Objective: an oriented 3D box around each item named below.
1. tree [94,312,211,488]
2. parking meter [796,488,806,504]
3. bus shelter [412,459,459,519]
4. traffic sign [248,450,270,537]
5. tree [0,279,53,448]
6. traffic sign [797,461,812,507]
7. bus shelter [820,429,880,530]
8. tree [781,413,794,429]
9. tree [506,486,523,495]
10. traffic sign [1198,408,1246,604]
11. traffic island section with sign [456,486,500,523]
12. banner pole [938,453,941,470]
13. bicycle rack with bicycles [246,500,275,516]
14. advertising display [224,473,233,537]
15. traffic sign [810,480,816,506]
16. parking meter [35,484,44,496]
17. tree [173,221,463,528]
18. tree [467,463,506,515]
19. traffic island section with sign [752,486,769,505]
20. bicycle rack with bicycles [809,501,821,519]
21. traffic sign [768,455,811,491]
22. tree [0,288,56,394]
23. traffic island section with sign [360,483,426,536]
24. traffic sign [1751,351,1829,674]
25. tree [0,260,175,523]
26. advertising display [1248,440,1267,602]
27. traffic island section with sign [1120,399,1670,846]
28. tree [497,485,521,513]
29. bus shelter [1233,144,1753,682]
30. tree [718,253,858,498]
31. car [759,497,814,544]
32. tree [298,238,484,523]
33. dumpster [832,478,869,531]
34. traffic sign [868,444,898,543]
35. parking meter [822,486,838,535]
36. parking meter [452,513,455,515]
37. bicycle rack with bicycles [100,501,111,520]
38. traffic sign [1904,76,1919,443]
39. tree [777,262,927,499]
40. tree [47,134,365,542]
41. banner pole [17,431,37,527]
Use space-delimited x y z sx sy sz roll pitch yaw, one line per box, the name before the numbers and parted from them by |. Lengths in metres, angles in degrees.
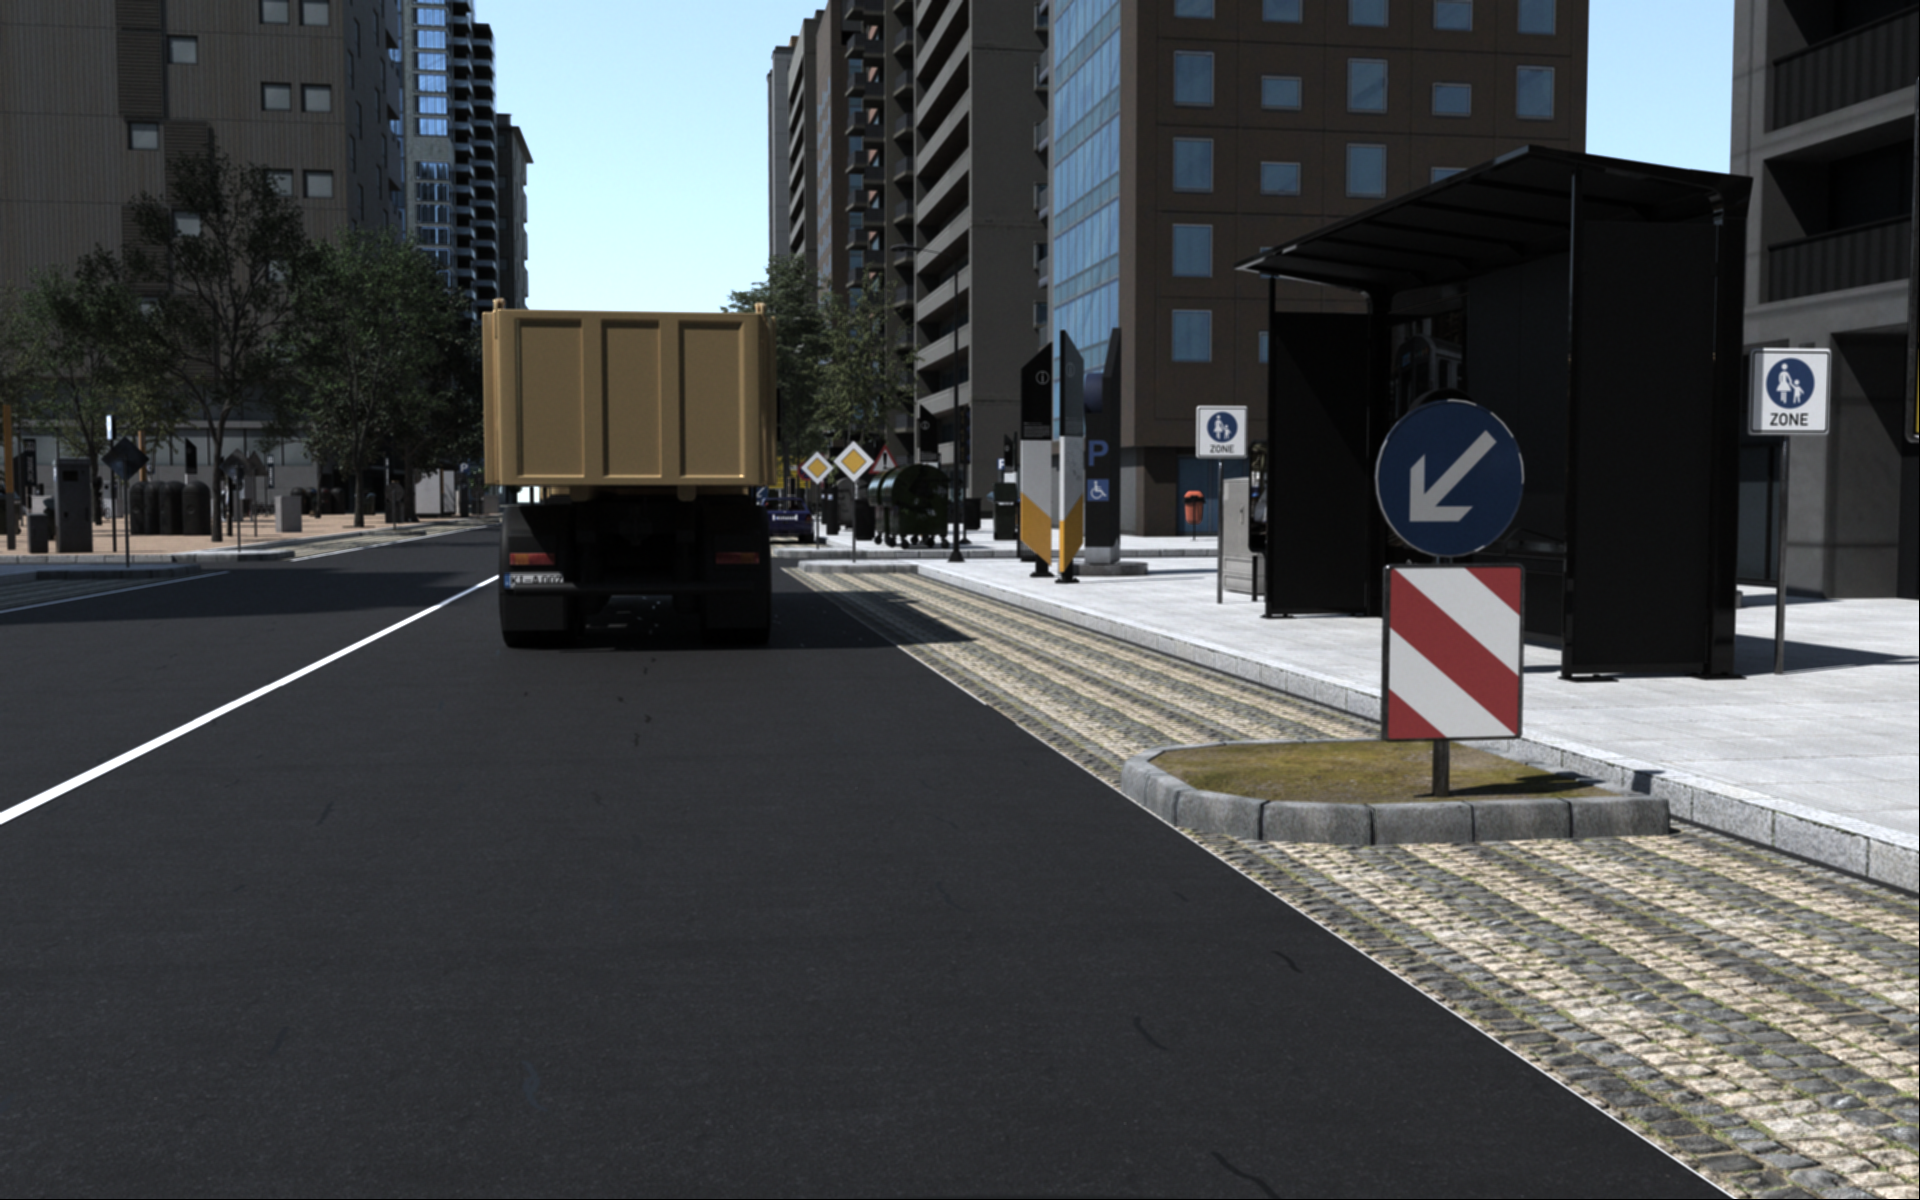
tree | -30.972 -7.087 66.240 4.737 8.622 4.395 0 3 0
parking meter | -6.366 -3.727 69.340 0.372 1.533 0.369 0 3 0
bus shelter | -28.373 -6.065 93.091 2.014 3.302 5.546 -1 4 -10
traffic sign | -21.025 -3.158 51.640 0.884 2.594 0.081 0 4 -2
tree | -32.415 -6.562 57.644 4.737 8.622 4.395 0 3 0
traffic sign | -5.893 -4.078 66.777 0.768 2.556 0.104 -1 4 -9
bus shelter | -4.162 -4.549 65.656 1.731 3.624 6.357 -1 4 -10
tree | -16.671 -13.563 132.122 12.009 13.543 11.850 0 3 0
tree | -34.364 -8.524 133.974 1.663 3.219 1.824 0 3 0
traffic sign | 3.041 -1.106 20.210 0.606 2.300 0.079 0 4 -7
traffic island section with sign | -24.063 -4.764 86.526 1.989 1.847 2.006 -1 4 -10
banner pole | -1.410 -6.300 93.022 0.863 3.779 0.401 -1 4 -15
bicycle rack with bicycles | -41.627 -5.480 102.986 2.852 0.926 2.925 3 5 41
advertising display | -22.214 -2.900 52.626 0.123 1.923 0.974 -2 4 -30
traffic sign | -7.847 -5.569 91.050 0.884 2.594 0.081 0 4 -5
parking meter | -51.185 -5.543 96.338 0.399 1.863 0.255 1 4 20
tree | -22.939 -8.575 65.962 9.928 11.665 9.643 0 3 0
tree | -29.657 -6.907 107.535 1.663 3.219 1.824 0 3 0
traffic island section with sign | -7.407 -3.308 62.713 1.989 1.847 2.006 -1 4 -10
bicycle rack with bicycles | -7.028 -5.354 100.919 2.925 0.926 2.852 -1 4 -11
traffic sign | -8.912 -5.911 90.515 2.265 3.308 0.079 0 4 -7
tree | -29.413 -6.172 51.277 4.360 8.622 3.978 0 3 0
traffic island section with sign | -19.582 -3.139 59.944 1.989 1.847 2.006 -1 4 -10
traffic sign | 5.826 -0.619 12.255 0.606 2.300 0.079 0 4 -7
tree | -39.260 -9.321 78.153 9.928 11.665 9.643 0 3 0
advertising display | 3.734 -0.924 20.319 0.123 1.923 0.974 -2 4 -28
traffic island section with sign | 1.820 0.039 7.990 1.989 1.847 2.006 -1 4 -10
tree | -31.273 -10.236 117.728 4.737 8.622 4.395 0 3 0
bus shelter | 4.152 -1.444 14.887 1.731 3.624 6.357 -1 4 -10
tree | -8.381 -10.007 81.746 7.486 12.596 7.792 0 3 0
car | -5.240 -2.329 50.654 1.945 1.354 3.894 -1 4 -10
tree | -24.831 -9.852 78.086 9.611 12.733 9.660 0 3 0
dumpster | -3.816 -3.338 60.333 1.264 1.857 1.865 -1 4 -10
traffic sign | -1.958 -2.774 45.353 0.884 2.594 0.081 0 4 -2
parking meter | -4.003 -2.806 54.292 0.372 1.533 0.369 0 3 0
parking meter | -31.085 -5.968 105.989 0.372 1.533 0.369 0 3 0
bicycle rack with bicycles | -43.611 -4.413 85.530 2.852 0.926 2.925 -3 5 -44
traffic sign | 5.758 -0.899 8.569 2.265 3.308 0.079 0 4 -3
tree | -3.251 -6.444 55.714 4.737 8.622 4.395 0 3 0
tree | -19.923 -6.816 45.856 8.767 10.594 7.601 -1 4 -10
banner pole | -36.996 -4.809 68.643 0.401 3.779 0.863 3 4 39
